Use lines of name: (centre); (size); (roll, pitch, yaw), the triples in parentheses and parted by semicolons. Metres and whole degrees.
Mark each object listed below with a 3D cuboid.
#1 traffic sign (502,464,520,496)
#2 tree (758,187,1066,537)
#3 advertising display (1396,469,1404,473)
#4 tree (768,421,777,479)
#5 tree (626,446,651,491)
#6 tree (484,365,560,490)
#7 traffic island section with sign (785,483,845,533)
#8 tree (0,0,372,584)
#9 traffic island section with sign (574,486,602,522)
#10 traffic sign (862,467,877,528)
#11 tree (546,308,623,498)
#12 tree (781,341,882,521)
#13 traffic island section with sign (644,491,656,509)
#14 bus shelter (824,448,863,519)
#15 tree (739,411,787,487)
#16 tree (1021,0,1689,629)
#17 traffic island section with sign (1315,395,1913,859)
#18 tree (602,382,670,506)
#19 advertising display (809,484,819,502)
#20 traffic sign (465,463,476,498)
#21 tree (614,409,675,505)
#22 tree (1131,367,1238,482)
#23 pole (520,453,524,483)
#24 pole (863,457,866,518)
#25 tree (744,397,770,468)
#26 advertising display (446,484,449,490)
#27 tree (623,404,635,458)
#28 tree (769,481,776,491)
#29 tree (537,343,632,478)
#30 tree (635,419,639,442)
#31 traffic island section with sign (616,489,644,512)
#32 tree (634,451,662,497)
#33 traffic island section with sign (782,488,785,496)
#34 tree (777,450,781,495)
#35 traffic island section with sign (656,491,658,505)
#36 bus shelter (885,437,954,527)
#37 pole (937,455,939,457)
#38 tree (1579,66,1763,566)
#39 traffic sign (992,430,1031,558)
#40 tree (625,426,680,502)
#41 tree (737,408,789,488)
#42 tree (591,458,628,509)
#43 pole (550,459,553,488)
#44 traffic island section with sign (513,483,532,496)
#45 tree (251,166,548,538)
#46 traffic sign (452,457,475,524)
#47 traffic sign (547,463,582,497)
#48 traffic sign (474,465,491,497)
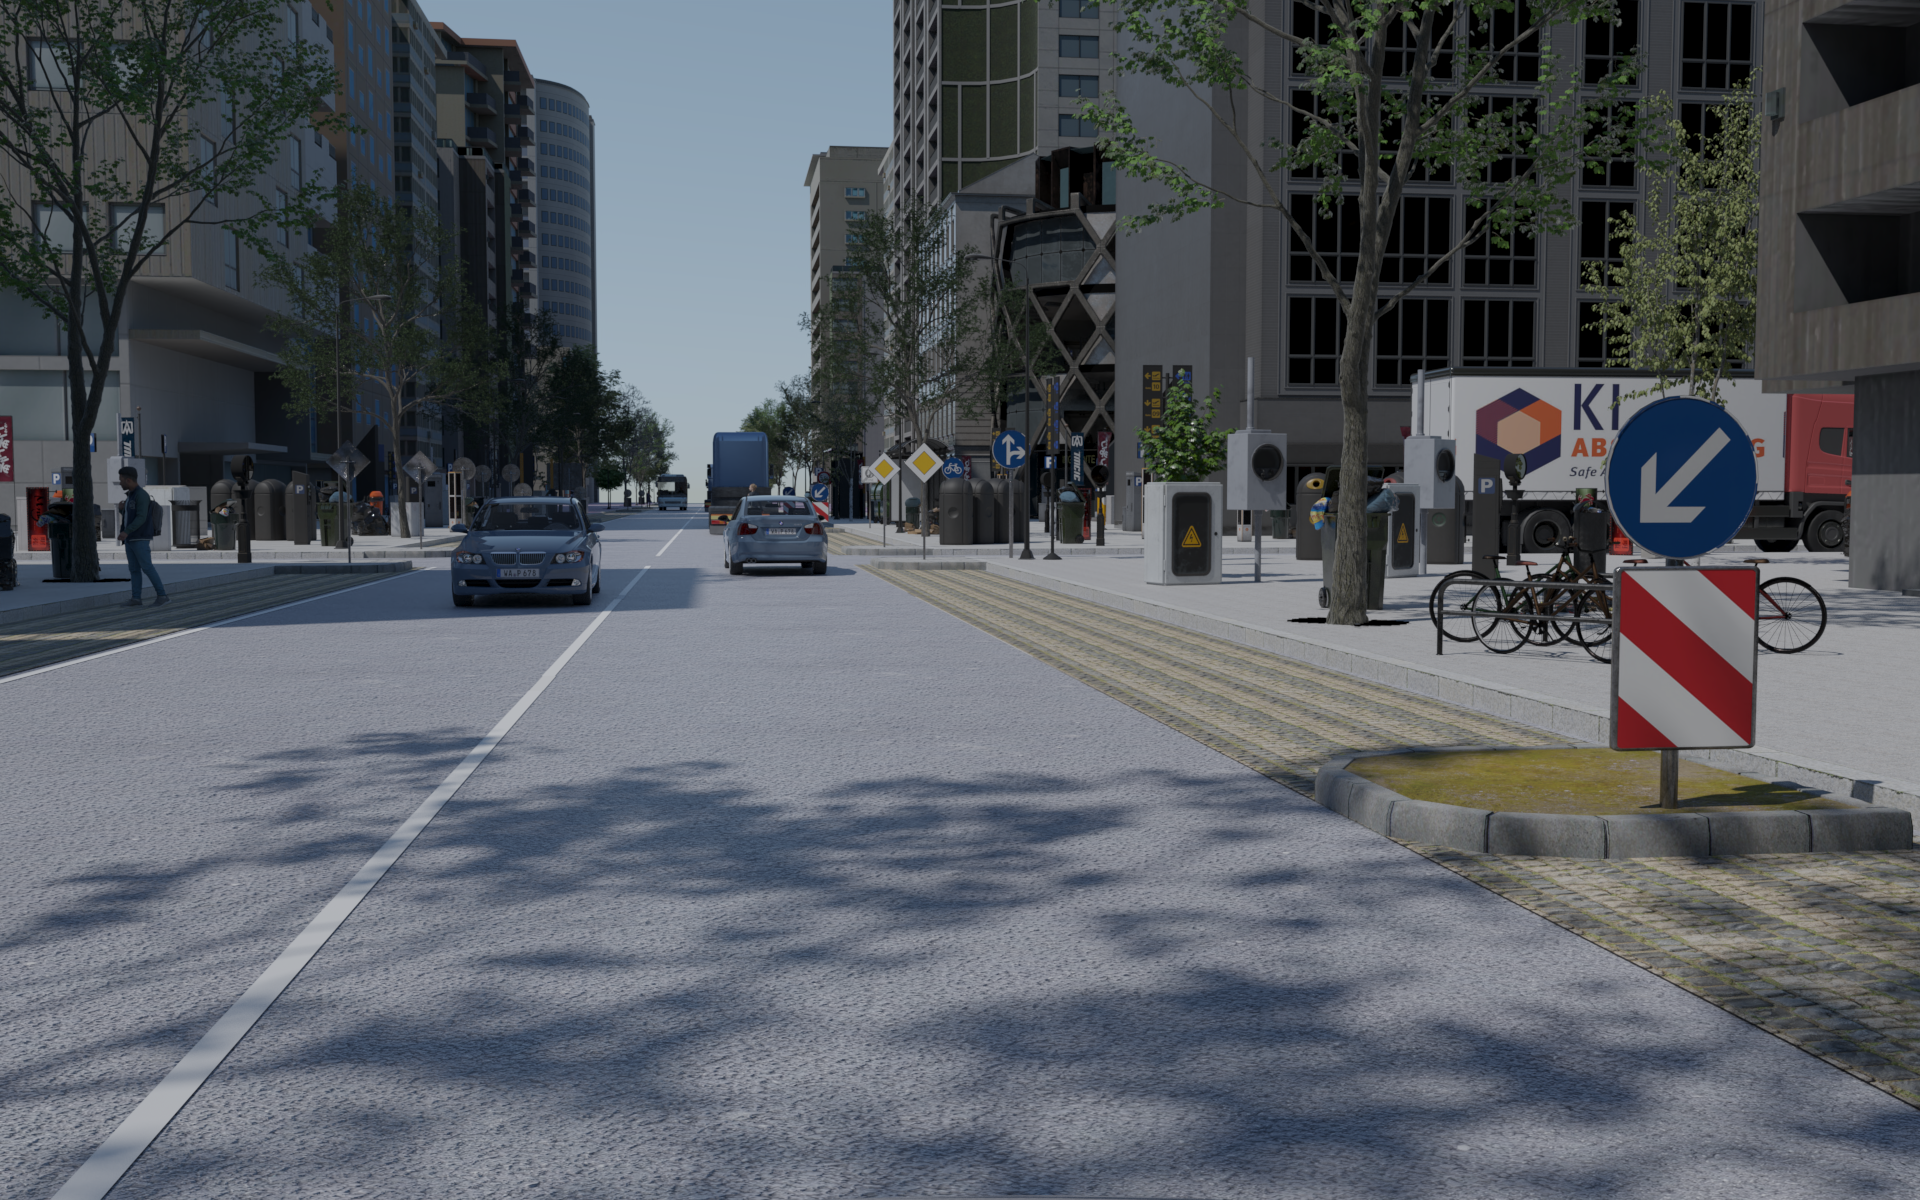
traffic sign: (-19.016, -4.480, 73.353); (0.768, 2.556, 0.104); (0, 4, -4)
tree: (-0.978, -7.195, 52.055); (8.767, 10.594, 7.601); (0, 4, 5)
advertising display: (11.717, -2.483, 45.810); (0.123, 1.923, 0.974); (2, 4, 31)
tree: (-18.326, -13.670, 173.874); (4.360, 8.622, 3.978); (0, 3, 0)
tree: (-41.485, -16.613, 221.983); (4.360, 8.622, 3.978); (0, 3, 0)
tree: (-23.512, -8.815, 94.482); (4.360, 8.622, 3.978); (0, 3, 0)
traffic island section with sign: (-5.346, -3.403, 64.271); (1.989, 1.847, 2.006); (0, 4, -8)
tree: (-12.628, -6.072, 25.026); (9.928, 11.665, 9.643); (0, 3, 0)
traffic island section with sign: (-19.515, -4.932, 89.263); (1.989, 1.847, 2.006); (0, 4, -8)
traffic sign: (-3.370, -3.831, 64.772); (0.606, 2.300, 0.079); (0, 4, -1)
tree: (-20.890, -8.932, 80.453); (8.767, 10.594, 7.601); (-1, 4, -20)
tree: (-5.298, -7.989, 80.987); (4.360, 8.622, 3.978); (0, 3, 0)
traffic island section with sign: (-30.435, -9.625, 165.988); (1.989, 1.847, 2.006); (0, 4, -8)
bus shelter: (-6.158, -6.152, 91.873); (1.731, 3.624, 6.357); (0, 4, -8)
tree: (-29.738, -21.462, 257.551); (9.857, 13.997, 8.962); (0, 3, 0)
tree: (3.935, -5.558, 16.630); (9.928, 11.665, 9.643); (0, 3, 0)
traffic island section with sign: (2.695, 0.055, 7.728); (1.989, 1.847, 2.006); (0, 4, -8)
tree: (-36.475, -17.043, 189.016); (12.009, 13.543, 11.850); (0, 3, 0)
advertising display: (-9.232, -6.520, 111.818); (0.974, 1.923, 0.123); (-1, 4, -13)
traffic sign: (-18.111, -3.872, 63.421); (0.768, 2.556, 0.104); (0, 4, 2)
tree: (-38.422, -17.300, 208.614); (9.928, 11.665, 9.643); (0, 3, 0)
tree: (3.354, -1.957, 26.601); (1.663, 3.219, 1.824); (0, 3, 0)
pole: (-21.747, -5.635, 85.982); (0.158, 3.312, 0.155); (0, 3, 0)
pole: (-5.225, -6.133, 94.115); (0.158, 3.312, 0.155); (0, 3, 0)
tree: (-19.062, -15.646, 181.561); (9.928, 11.665, 9.643); (0, 3, 0)
advertising display: (-32.891, -6.503, 111.532); (0.123, 1.923, 0.974); (2, 4, 24)
tree: (-24.597, -10.604, 107.788); (7.601, 10.594, 8.767); (-1, 4, -14)
tree: (-30.556, -17.329, 267.034); (4.285, 4.588, 4.351); (0, 3, 0)
tree: (-28.395, -12.963, 130.066); (7.486, 12.596, 7.792); (0, 3, 0)
tree: (-26.067, -11.412, 121.006); (8.767, 10.594, 7.601); (1, 4, 17)
traffic island section with sign: (-26.581, -7.970, 138.929); (1.989, 1.847, 2.006); (0, 4, -8)
tree: (-42.892, -17.448, 235.641); (4.737, 8.622, 4.395); (0, 3, 0)
traffic island section with sign: (-9.123, -5.036, 90.962); (1.989, 1.847, 2.006); (0, 4, -8)
tree: (-8.155, -9.493, 105.566); (4.360, 8.622, 3.978); (0, 3, 0)
traffic island section with sign: (-37.973, -12.870, 219.056); (1.989, 1.847, 2.006); (0, 4, -8)
bus shelter: (-1.587, -4.294, 64.133); (2.014, 3.302, 5.546); (0, 4, -8)
pole: (-1.006, -5.284, 80.241); (0.158, 3.312, 0.155); (0, 3, 0)
tree: (13.132, -4.917, 30.760); (4.737, 8.622, 4.395); (0, 3, 0)
traffic sign: (1.025, -2.112, 34.644); (0.768, 2.556, 0.104); (0, 4, -3)
tree: (-48.591, -21.610, 270.330); (9.611, 12.733, 9.660); (0, 3, 0)
tree: (-26.679, -19.008, 228.902); (7.486, 12.596, 7.792); (0, 3, 0)
tree: (-30.663, -10.255, 151.378); (4.285, 4.588, 4.351); (0, 3, 0)
pole: (-23.404, -6.453, 99.343); (0.158, 3.312, 0.155); (0, 3, 0)
traffic island section with sign: (-15.677, -3.278, 62.216); (1.989, 1.847, 2.006); (0, 4, -8)
tree: (-16.476, -7.074, 50.066); (7.601, 10.594, 8.767); (0, 4, -7)
traffic sign: (-17.281, -3.681, 60.298); (0.768, 2.556, 0.104); (0, 4, -3)
traffic sign: (-25.891, -7.305, 113.316); (2.265, 3.308, 0.079); (0, 4, -3)
traffic sign: (-20.895, -4.630, 75.802); (0.768, 2.556, 0.104); (0, 4, -6)
